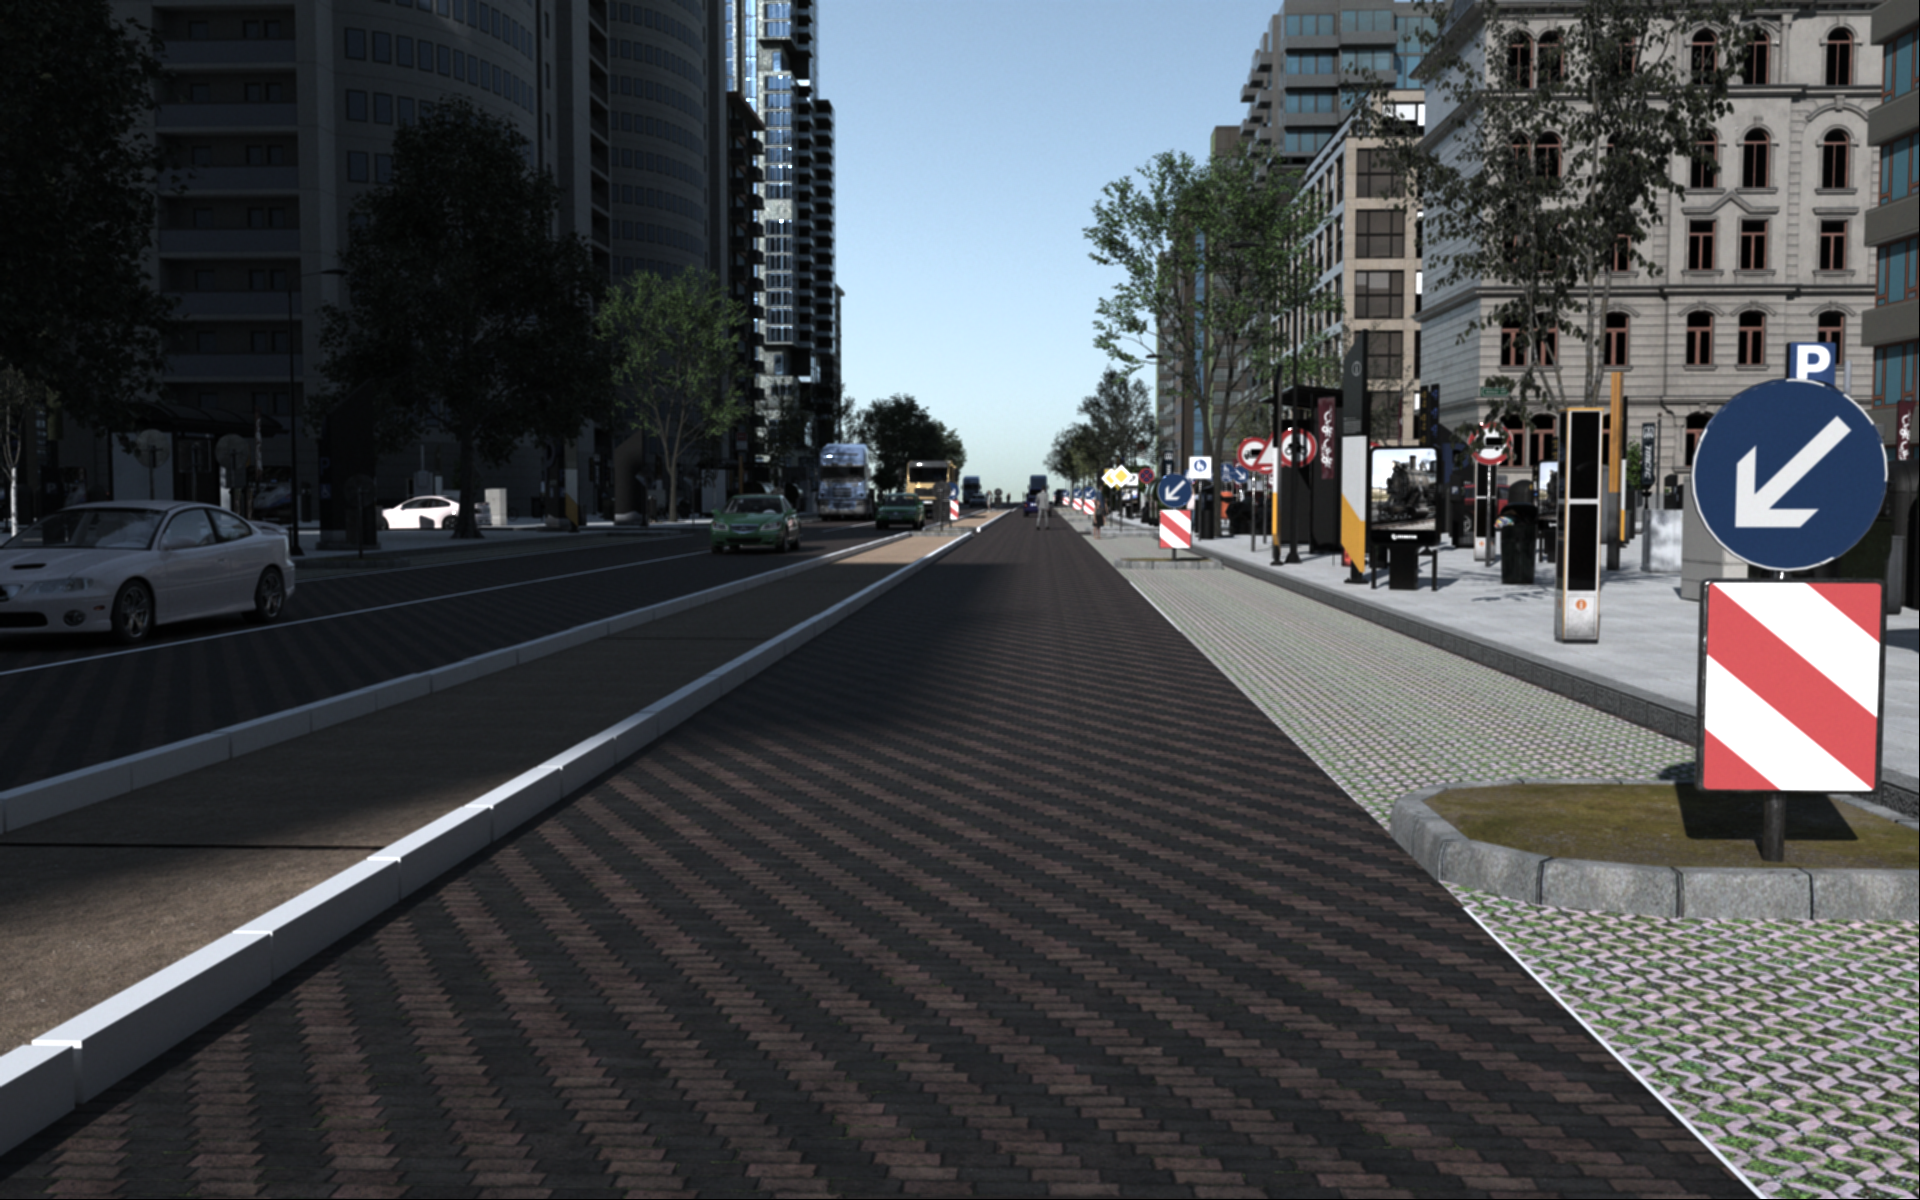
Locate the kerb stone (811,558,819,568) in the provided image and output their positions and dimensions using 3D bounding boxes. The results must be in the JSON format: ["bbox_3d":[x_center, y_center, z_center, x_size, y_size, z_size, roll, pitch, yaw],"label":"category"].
[{"bbox_3d":[-2.889,-0.683,33.369,0.120,0.150,1.000,0,4,3],"label":"kerb stone"}]

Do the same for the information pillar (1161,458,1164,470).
[{"bbox_3d":[13.332,-7.505,114.065,0.183,3.616,0.504,-1,4,-10],"label":"information pillar"}]

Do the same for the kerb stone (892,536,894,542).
[{"bbox_3d":[-2.098,-1.748,50.769,0.120,0.150,1.000,0,4,3],"label":"kerb stone"}]

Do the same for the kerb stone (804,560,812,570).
[{"bbox_3d":[-2.931,-0.620,32.348,0.120,0.150,1.000,0,4,3],"label":"kerb stone"}]

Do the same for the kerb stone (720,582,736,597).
[{"bbox_3d":[-3.307,-0.119,24.146,0.120,0.150,1.000,0,4,3],"label":"kerb stone"}]

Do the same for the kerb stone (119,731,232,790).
[{"bbox_3d":[-4.012,0.822,8.815,0.120,0.150,1.000,0,4,3],"label":"kerb stone"}]

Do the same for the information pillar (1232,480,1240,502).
[{"bbox_3d":[14.239,-5.186,89.282,0.304,2.012,0.304,3,4,37],"label":"information pillar"}]

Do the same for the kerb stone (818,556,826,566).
[{"bbox_3d":[-2.838,-0.746,34.390,0.120,0.150,1.000,0,4,3],"label":"kerb stone"}]

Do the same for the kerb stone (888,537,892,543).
[{"bbox_3d":[-2.140,-1.681,49.748,0.120,0.150,1.000,0,4,3],"label":"kerb stone"}]

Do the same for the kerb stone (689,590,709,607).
[{"bbox_3d":[-3.396,0.006,22.101,0.120,0.150,1.000,0,4,3],"label":"kerb stone"}]

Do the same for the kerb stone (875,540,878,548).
[{"bbox_3d":[-2.324,-1.434,45.635,0.120,0.150,1.000,0,4,3],"label":"kerb stone"}]

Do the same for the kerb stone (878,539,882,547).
[{"bbox_3d":[-2.281,-1.497,46.667,0.120,0.150,1.000,0,4,3],"label":"kerb stone"}]

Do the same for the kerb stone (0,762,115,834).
[{"bbox_3d":[-4.052,0.881,7.793,0.120,0.150,1.000,0,4,3],"label":"kerb stone"}]

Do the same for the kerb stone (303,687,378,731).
[{"bbox_3d":[-3.914,0.694,10.859,0.120,0.150,1.000,0,4,3],"label":"kerb stone"}]

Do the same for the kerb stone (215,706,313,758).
[{"bbox_3d":[-3.960,0.756,9.838,0.120,0.150,1.000,0,4,3],"label":"kerb stone"}]

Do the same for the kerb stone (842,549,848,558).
[{"bbox_3d":[-2.650,-0.996,38.479,0.120,0.150,1.000,0,4,3],"label":"kerb stone"}]

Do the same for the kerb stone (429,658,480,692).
[{"bbox_3d":[-3.815,0.577,12.906,0.120,0.150,1.000,0,4,3],"label":"kerb stone"}]

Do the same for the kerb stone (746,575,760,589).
[{"bbox_3d":[-3.210,-0.244,26.198,0.120,0.150,1.000,0,4,3],"label":"kerb stone"}]

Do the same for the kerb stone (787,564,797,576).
[{"bbox_3d":[-3.020,-0.496,30.304,0.120,0.150,1.000,0,4,3],"label":"kerb stone"}]

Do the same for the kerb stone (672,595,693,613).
[{"bbox_3d":[-3.443,0.068,21.080,0.120,0.150,1.000,0,4,3],"label":"kerb stone"}]

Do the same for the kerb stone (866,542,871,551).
[{"bbox_3d":[-2.419,-1.309,43.593,0.120,0.150,1.000,0,4,3],"label":"kerb stone"}]

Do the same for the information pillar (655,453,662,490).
[{"bbox_3d":[-17.388,-6.644,99.992,0.183,3.616,0.504,2,4,30],"label":"information pillar"}]

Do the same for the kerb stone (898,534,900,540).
[{"bbox_3d":[-1.995,-1.863,52.819,0.120,0.150,1.000,0,4,3],"label":"kerb stone"}]

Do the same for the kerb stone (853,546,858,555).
[{"bbox_3d":[-2.560,-1.118,40.527,0.120,0.150,1.000,0,4,3],"label":"kerb stone"}]

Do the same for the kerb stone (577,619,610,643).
[{"bbox_3d":[-3.641,0.318,16.991,0.120,0.150,1.000,0,4,3],"label":"kerb stone"}]

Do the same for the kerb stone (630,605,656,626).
[{"bbox_3d":[-3.542,0.193,19.036,0.120,0.150,1.000,0,4,3],"label":"kerb stone"}]

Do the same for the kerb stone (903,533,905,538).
[{"bbox_3d":[-1.908,-1.997,54.864,0.120,0.150,1.000,0,4,3],"label":"kerb stone"}]

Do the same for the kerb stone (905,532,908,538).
[{"bbox_3d":[-1.859,-2.057,55.885,0.120,0.150,1.000,0,4,3],"label":"kerb stone"}]

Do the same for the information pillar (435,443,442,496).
[{"bbox_3d":[-24.124,-5.433,80.178,0.504,3.616,0.183,3,5,41],"label":"information pillar"}]

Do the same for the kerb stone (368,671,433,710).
[{"bbox_3d":[-3.870,0.631,11.883,0.120,0.150,1.000,0,4,3],"label":"kerb stone"}]

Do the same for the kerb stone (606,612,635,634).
[{"bbox_3d":[-3.584,0.256,18.013,0.120,0.150,1.000,0,4,3],"label":"kerb stone"}]

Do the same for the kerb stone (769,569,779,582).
[{"bbox_3d":[-3.121,-0.370,28.250,0.120,0.150,1.000,0,4,3],"label":"kerb stone"}]

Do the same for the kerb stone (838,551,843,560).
[{"bbox_3d":[-2.701,-0.933,37.458,0.120,0.150,1.000,0,4,3],"label":"kerb stone"}]

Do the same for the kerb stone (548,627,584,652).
[{"bbox_3d":[-3.681,0.386,15.970,0.120,0.150,1.000,0,4,3],"label":"kerb stone"}]

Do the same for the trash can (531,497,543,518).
[{"bbox_3d":[-22.727,-4.983,93.117,0.748,1.137,0.748,0,3,0],"label":"trash can"}]

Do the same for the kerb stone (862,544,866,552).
[{"bbox_3d":[-2.471,-1.246,42.572,0.120,0.150,1.000,0,4,3],"label":"kerb stone"}]

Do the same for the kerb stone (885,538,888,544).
[{"bbox_3d":[-2.188,-1.622,48.713,0.120,0.150,1.000,0,4,3],"label":"kerb stone"}]

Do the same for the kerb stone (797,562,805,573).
[{"bbox_3d":[-2.981,-0.558,31.325,0.120,0.150,1.000,0,4,3],"label":"kerb stone"}]

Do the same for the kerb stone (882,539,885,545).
[{"bbox_3d":[-2.234,-1.559,47.692,0.120,0.150,1.000,0,4,3],"label":"kerb stone"}]

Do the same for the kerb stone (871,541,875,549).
[{"bbox_3d":[-2.366,-1.368,44.614,0.120,0.150,1.000,0,4,3],"label":"kerb stone"}]

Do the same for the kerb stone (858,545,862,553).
[{"bbox_3d":[-2.521,-1.184,41.549,0.120,0.150,1.000,0,4,3],"label":"kerb stone"}]

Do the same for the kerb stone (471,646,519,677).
[{"bbox_3d":[-3.774,0.508,13.927,0.120,0.150,1.000,0,4,3],"label":"kerb stone"}]

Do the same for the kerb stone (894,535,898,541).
[{"bbox_3d":[-2.043,-1.810,51.790,0.120,0.150,1.000,0,4,3],"label":"kerb stone"}]

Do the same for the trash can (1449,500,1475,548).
[{"bbox_3d":[11.971,-1.796,41.019,0.748,1.137,0.748,0,3,0],"label":"trash can"}]

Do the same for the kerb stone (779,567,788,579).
[{"bbox_3d":[-3.079,-0.430,29.271,0.120,0.150,1.000,0,4,3],"label":"kerb stone"}]

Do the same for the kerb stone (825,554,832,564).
[{"bbox_3d":[-2.795,-0.807,35.412,0.120,0.150,1.000,0,4,3],"label":"kerb stone"}]

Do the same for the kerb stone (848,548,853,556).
[{"bbox_3d":[-2.610,-1.058,39.500,0.120,0.150,1.000,0,4,3],"label":"kerb stone"}]

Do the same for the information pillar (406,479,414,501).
[{"bbox_3d":[-25.990,-4.735,81.917,0.304,2.012,0.304,-2,4,-33],"label":"information pillar"}]

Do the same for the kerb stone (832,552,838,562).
[{"bbox_3d":[-2.744,-0.871,36.436,0.120,0.150,1.000,0,4,3],"label":"kerb stone"}]

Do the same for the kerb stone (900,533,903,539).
[{"bbox_3d":[-1.947,-1.936,53.842,0.120,0.150,1.000,0,4,3],"label":"kerb stone"}]

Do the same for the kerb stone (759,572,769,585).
[{"bbox_3d":[-3.173,-0.305,27.220,0.120,0.150,1.000,0,4,3],"label":"kerb stone"}]

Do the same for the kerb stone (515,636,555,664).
[{"bbox_3d":[-3.719,0.449,14.948,0.120,0.150,1.000,0,4,3],"label":"kerb stone"}]

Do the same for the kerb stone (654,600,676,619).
[{"bbox_3d":[-3.488,0.131,20.059,0.120,0.150,1.000,0,4,3],"label":"kerb stone"}]

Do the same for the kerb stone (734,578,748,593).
[{"bbox_3d":[-3.262,-0.182,25.170,0.120,0.150,1.000,0,4,3],"label":"kerb stone"}]

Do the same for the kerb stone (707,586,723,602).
[{"bbox_3d":[-3.346,-0.057,23.122,0.120,0.150,1.000,0,4,3],"label":"kerb stone"}]
